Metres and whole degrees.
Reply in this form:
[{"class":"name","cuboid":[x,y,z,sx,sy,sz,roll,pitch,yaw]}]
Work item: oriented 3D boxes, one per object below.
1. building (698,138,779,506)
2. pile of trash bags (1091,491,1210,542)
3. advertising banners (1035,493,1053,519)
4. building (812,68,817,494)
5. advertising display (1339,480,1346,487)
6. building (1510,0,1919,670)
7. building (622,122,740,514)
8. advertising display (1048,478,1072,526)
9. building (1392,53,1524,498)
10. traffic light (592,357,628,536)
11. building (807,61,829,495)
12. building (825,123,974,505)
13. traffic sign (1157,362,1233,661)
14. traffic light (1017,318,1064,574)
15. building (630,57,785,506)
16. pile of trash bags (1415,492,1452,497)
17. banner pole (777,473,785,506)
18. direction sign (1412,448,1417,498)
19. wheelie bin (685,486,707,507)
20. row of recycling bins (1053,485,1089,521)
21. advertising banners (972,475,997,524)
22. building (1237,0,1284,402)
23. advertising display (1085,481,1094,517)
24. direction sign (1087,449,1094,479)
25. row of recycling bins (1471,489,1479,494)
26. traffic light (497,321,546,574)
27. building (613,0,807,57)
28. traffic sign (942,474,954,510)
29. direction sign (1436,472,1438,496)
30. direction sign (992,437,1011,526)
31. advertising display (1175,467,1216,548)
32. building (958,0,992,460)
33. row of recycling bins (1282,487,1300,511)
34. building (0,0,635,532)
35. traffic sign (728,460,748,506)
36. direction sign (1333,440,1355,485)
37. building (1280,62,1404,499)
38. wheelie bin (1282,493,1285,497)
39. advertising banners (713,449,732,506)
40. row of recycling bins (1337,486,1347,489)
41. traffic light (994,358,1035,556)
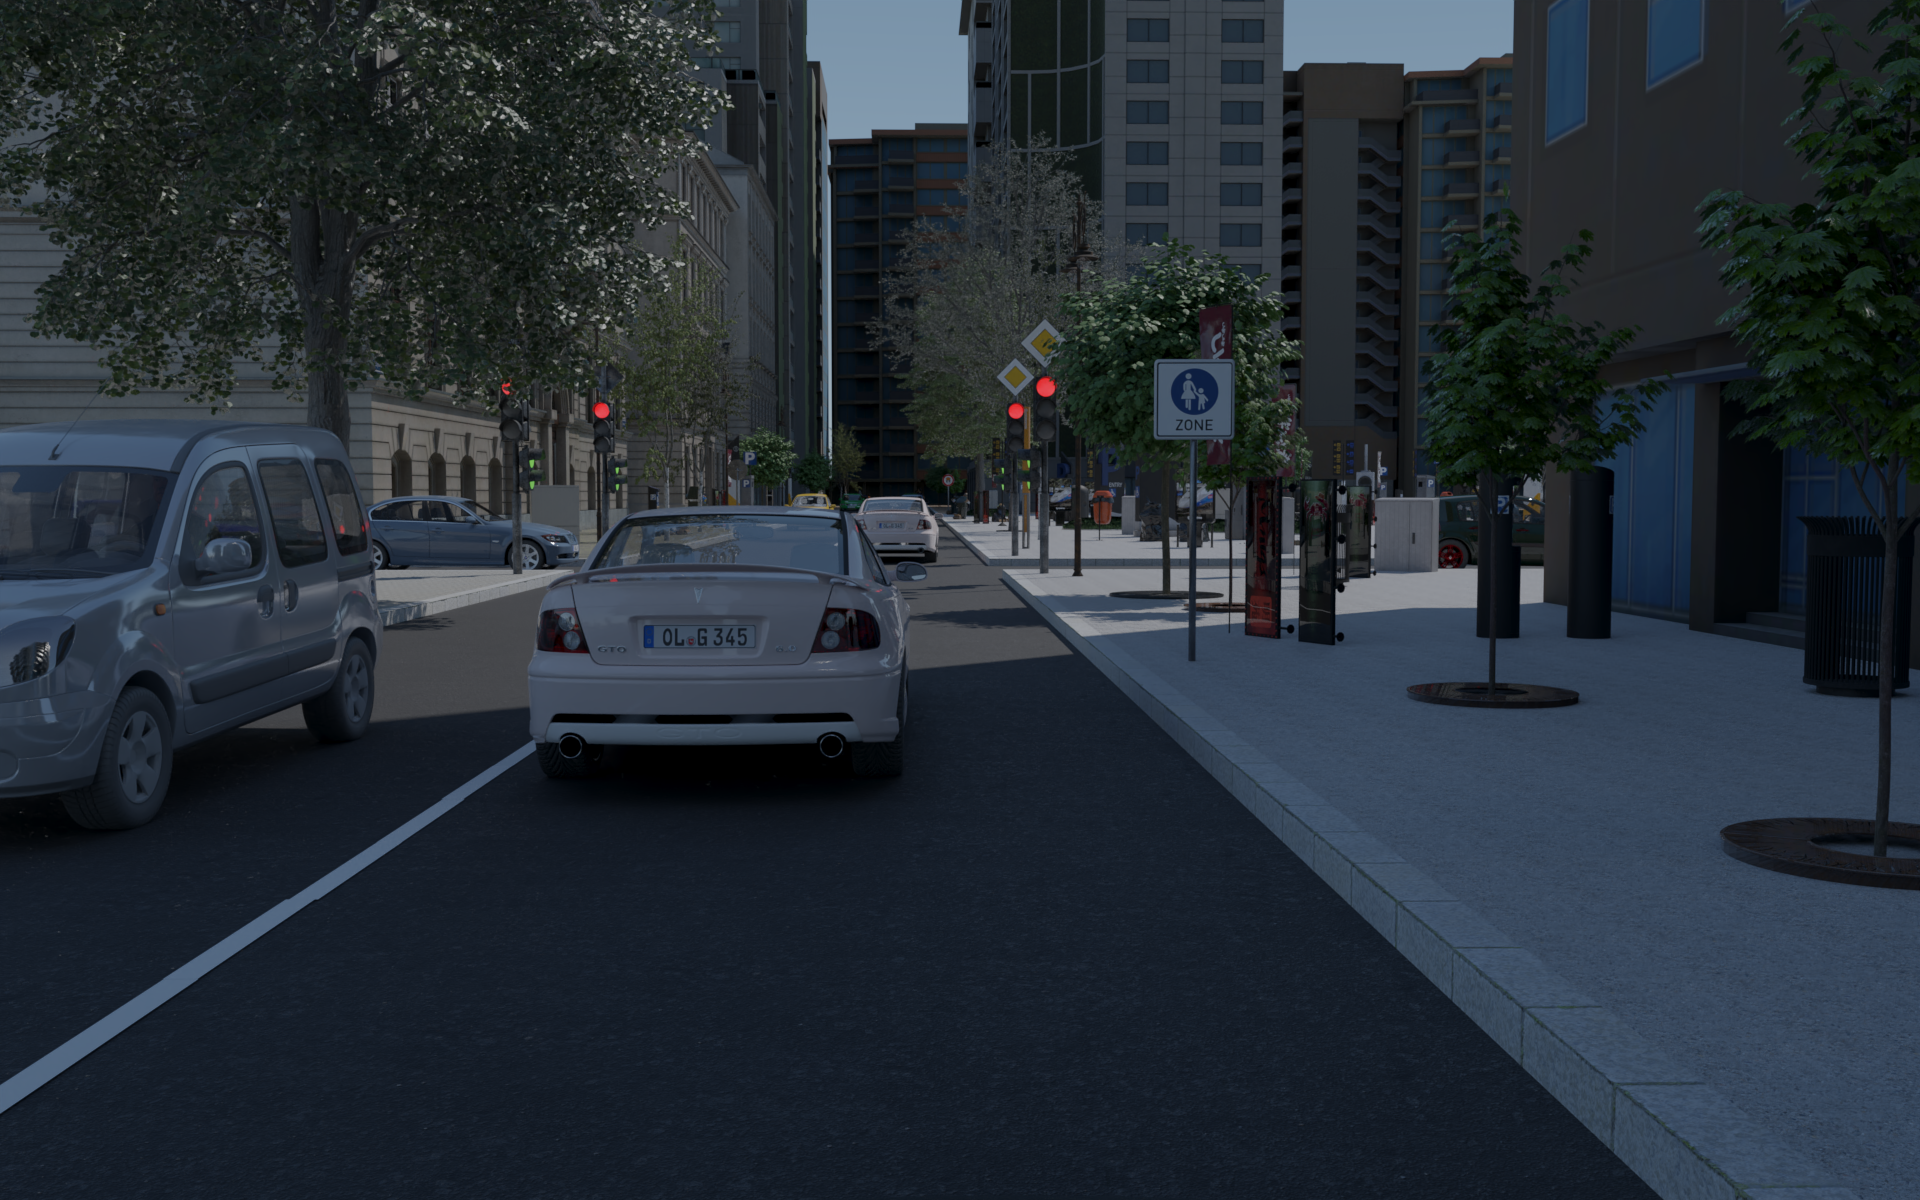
[{"class":"building","cuboid":[-15.992,-15.349,100.111,9.793,20.994,18.267,0,4,-2]},{"class":"pile of trash bags","cuboid":[5.236,-2.310,47.518,3.447,1.369,1.912,2,4,24]},{"class":"advertising banners","cuboid":[4.050,-5.627,88.193,2.074,3.025,0.090,3,5,43]},{"class":"building","cuboid":[-20.766,-29.210,161.175,14.154,41.232,14.086,0,4,-2]},{"class":"advertising display","cuboid":[17.377,-4.498,78.758,0.123,1.923,0.974,1,4,23]},{"class":"building","cuboid":[13.648,-22.174,12.660,14.600,45.320,14.200,0,4,-2]},{"class":"building","cuboid":[-16.541,-13.259,81.406,10.561,19.102,19.286,0,4,-2]},{"class":"advertising display","cuboid":[4.002,-3.918,69.280,0.974,1.923,0.123,-1,4,-11]},{"class":"building","cuboid":[57.718,-31.842,175.240,28.867,44.769,22.147,0,4,-2]},{"class":"traffic light","cuboid":[-7.284,-2.855,35.606,0.839,4.253,0.868,0,4,-2]},{"class":"building","cuboid":[-20.891,-32.207,176.689,14.200,45.320,14.600,0,4,-2]},{"class":"building","cuboid":[-2.796,-33.806,207.345,28.867,44.769,22.147,0,4,-2]},{"class":"traffic sign","cuboid":[1.781,-0.679,13.238,0.606,2.300,0.079,0,4,2]},{"class":"traffic light","cuboid":[1.342,-2.382,27.869,0.839,4.253,0.868,0,4,-2]},{"class":"building","cuboid":[-19.598,-21.197,118.278,14.160,30.474,14.107,0,4,-2]},{"class":"pile of trash bags","cuboid":[20.052,-3.966,74.590,3.447,1.369,1.912,-3,4,-38]},{"class":"banner pole","cuboid":[-9.705,-6.339,93.657,0.401,3.779,0.863,2,4,33]},{"class":"direction sign","cuboid":[22.594,-5.757,86.118,0.379,3.537,0.876,0,4,2]},{"class":"wheelie bin","cuboid":[-10.905,-3.902,71.698,0.980,1.594,0.693,1,4,12]},{"class":"row of recycling bins","cuboid":[5.255,-4.564,81.742,1.069,1.692,3.534,-1,4,-14]},{"class":"advertising banners","cuboid":[1.102,-4.796,74.595,0.090,3.025,2.074,-2,4,-31]},{"class":"building","cuboid":[11.213,-42.053,125.817,20.563,71.187,20.611,0,4,-2]},{"class":"advertising display","cuboid":[6.873,-5.109,88.745,0.974,1.923,0.123,1,4,12]},{"class":"direction sign","cuboid":[6.827,-5.860,87.807,0.876,3.537,0.379,-1,4,-20]},{"class":"row of recycling bins","cuboid":[26.983,-4.936,87.820,1.069,1.692,3.534,-1,4,-9]},{"class":"traffic light","cuboid":[-7.066,-2.367,27.624,0.839,4.253,0.868,0,4,-2]},{"class":"building","cuboid":[-19.003,-27.428,132.041,14.154,41.232,14.086,0,4,-2]},{"class":"traffic sign","cuboid":[-0.752,-6.803,111.327,0.768,2.556,0.104,0,4,4]},{"class":"direction sign","cuboid":[28.163,-6.741,102.214,0.379,3.537,0.876,0,4,7]},{"class":"direction sign","cuboid":[1.697,-4.732,69.370,0.876,3.537,0.379,2,4,26]},{"class":"advertising display","cuboid":[5.645,-2.223,41.565,0.974,1.923,0.123,2,4,24]},{"class":"building","cuboid":[14.565,-35.586,171.067,28.713,52.752,27.495,0,4,-2]},{"class":"row of recycling bins","cuboid":[18.822,-5.840,102.595,3.534,1.692,1.069,0,4,-4]},{"class":"building","cuboid":[-18.339,-14.352,53.733,14.460,24.649,34.723,0,4,-2]},{"class":"traffic sign","cuboid":[-8.215,-3.900,63.867,0.768,2.556,0.104,0,4,1]},{"class":"direction sign","cuboid":[16.113,-4.943,72.817,0.876,3.537,0.379,1,4,17]},{"class":"building","cuboid":[36.111,-32.262,177.600,14.200,45.320,14.600,0,4,-2]},{"class":"wheelie bin","cuboid":[18.558,-5.705,101.187,0.693,1.594,0.980,-1,4,-18]},{"class":"advertising banners","cuboid":[-9.131,-4.319,66.804,0.090,3.025,2.074,1,4,12]},{"class":"row of recycling bins","cuboid":[20.364,-5.158,91.439,1.069,1.692,3.534,-2,4,-35]},{"class":"traffic light","cuboid":[1.124,-2.870,35.851,0.839,4.253,0.868,0,4,-2]}]
